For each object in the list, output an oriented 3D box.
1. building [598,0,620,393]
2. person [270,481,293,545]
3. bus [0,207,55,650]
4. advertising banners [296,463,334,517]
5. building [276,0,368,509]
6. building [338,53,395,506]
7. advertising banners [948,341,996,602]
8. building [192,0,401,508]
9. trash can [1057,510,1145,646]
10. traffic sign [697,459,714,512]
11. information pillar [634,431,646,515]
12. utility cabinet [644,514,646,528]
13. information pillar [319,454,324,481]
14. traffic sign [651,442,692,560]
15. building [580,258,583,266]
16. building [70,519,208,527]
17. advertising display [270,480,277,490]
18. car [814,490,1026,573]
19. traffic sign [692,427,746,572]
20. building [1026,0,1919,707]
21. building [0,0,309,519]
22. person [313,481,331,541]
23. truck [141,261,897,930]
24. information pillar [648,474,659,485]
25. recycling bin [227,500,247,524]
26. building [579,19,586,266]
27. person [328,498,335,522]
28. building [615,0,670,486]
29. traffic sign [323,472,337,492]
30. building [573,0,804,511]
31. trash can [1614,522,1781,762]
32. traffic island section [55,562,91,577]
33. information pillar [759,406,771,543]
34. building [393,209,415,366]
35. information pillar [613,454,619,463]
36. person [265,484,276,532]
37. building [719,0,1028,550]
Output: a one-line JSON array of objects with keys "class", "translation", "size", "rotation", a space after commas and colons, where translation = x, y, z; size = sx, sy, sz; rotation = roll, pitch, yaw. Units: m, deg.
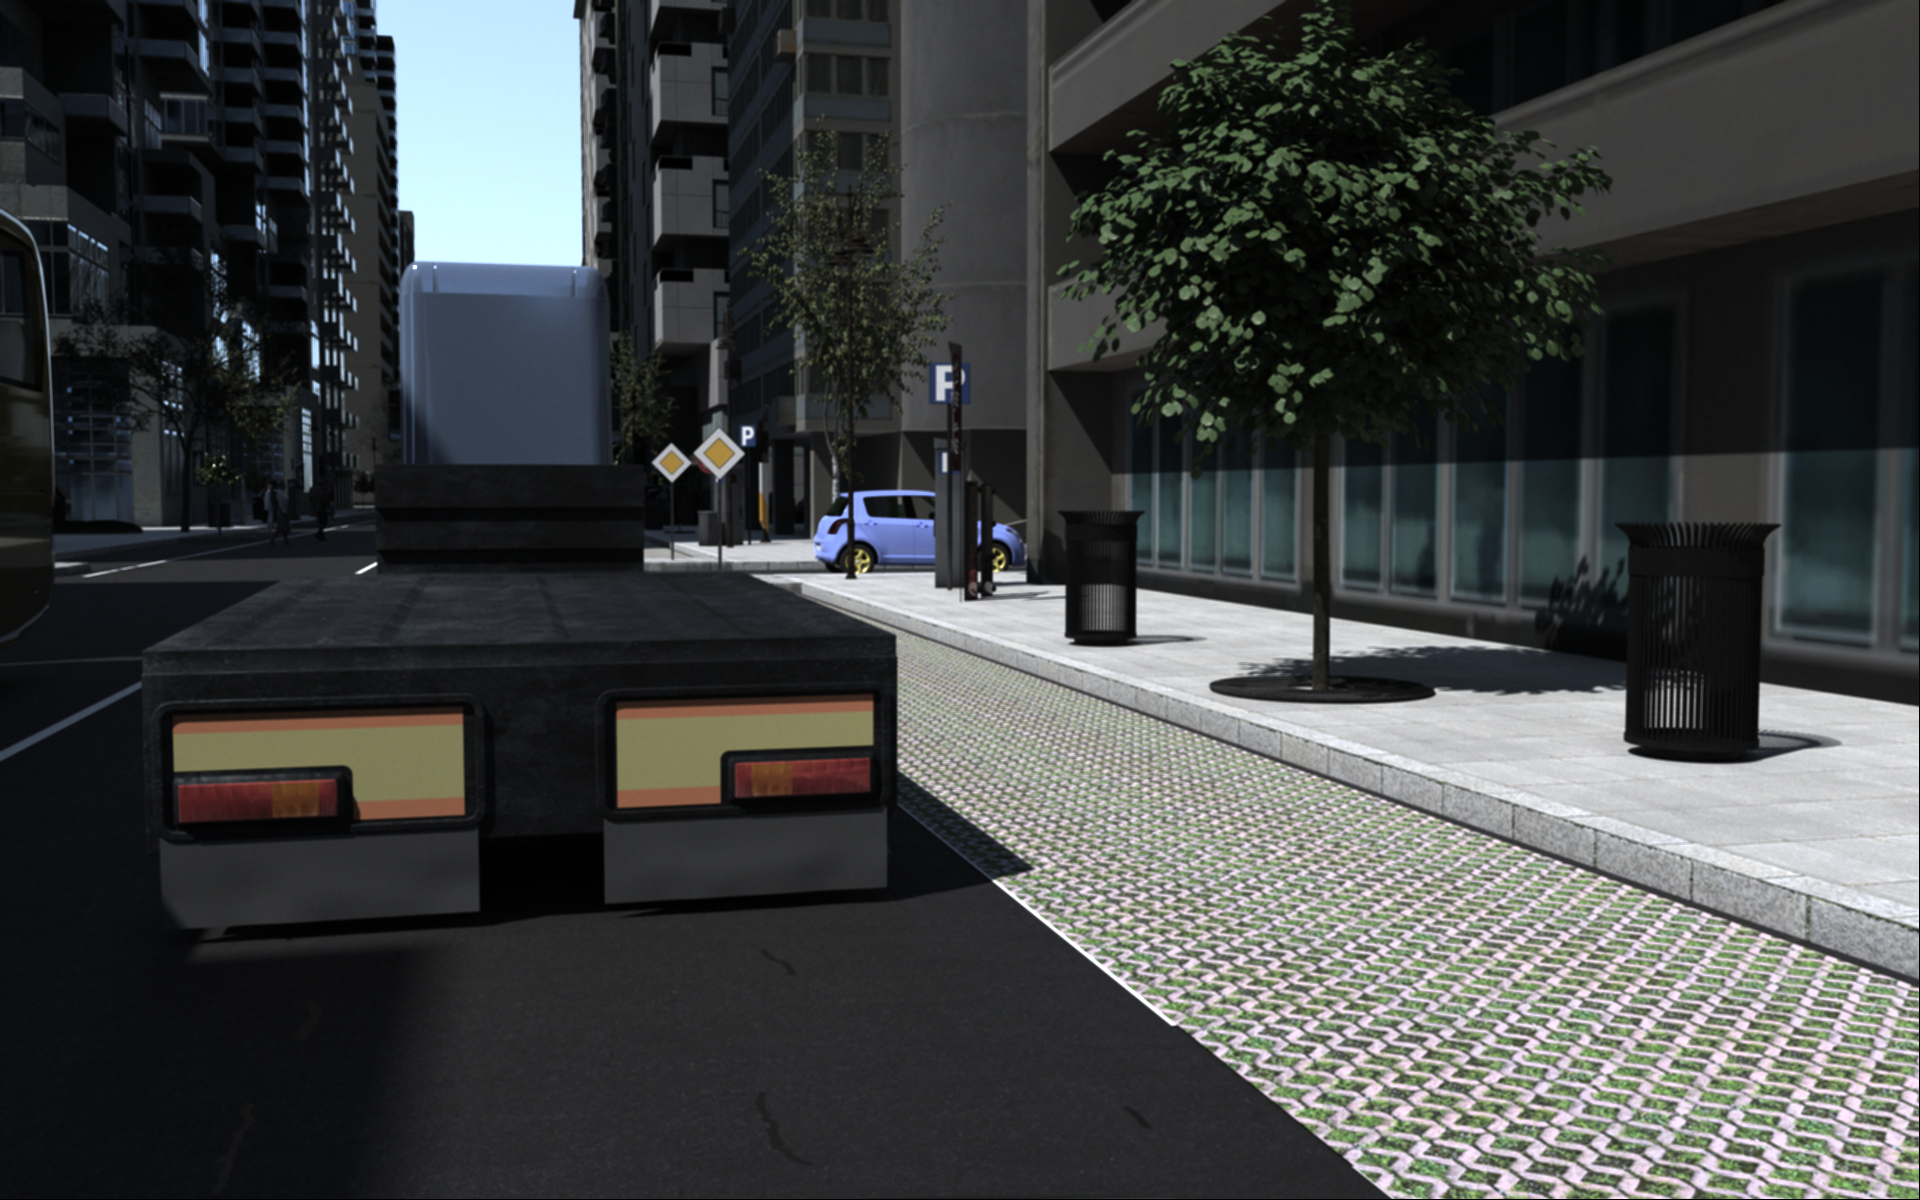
[{"class": "building", "translation": [-17.550, -29.717, 140.502], "size": [22.147, 44.769, 28.867], "rotation": [-1, 4, -14]}, {"class": "person", "translation": [-18.979, -2.424, 48.360], "size": [0.641, 1.798, 0.478], "rotation": [0, 4, 8]}, {"class": "bus", "translation": [-6.648, -0.972, 7.447], "size": [2.896, 3.916, 12.252], "rotation": [-1, 4, -16]}, {"class": "advertising banners", "translation": [-36.852, -6.280, 98.857], "size": [2.074, 3.025, 0.090], "rotation": [-1, 4, -14]}, {"class": "building", "translation": [-62.792, -32.079, 144.101], "size": [23.786, 49.044, 30.456], "rotation": [-1, 4, -14]}, {"class": "building", "translation": [-75.164, -34.820, 193.015], "size": [21.300, 48.544, 21.600], "rotation": [-1, 4, -14]}, {"class": "advertising banners", "translation": [0.144, -1.513, 20.928], "size": [0.090, 3.025, 2.074], "rotation": [1, 4, 16]}, {"class": "building", "translation": [-80.903, -55.341, 217.488], "size": [22.319, 86.520, 31.000], "rotation": [-1, 4, -14]}, {"class": "trash can", "translation": [1.202, -0.191, 14.773], "size": [0.748, 1.137, 0.748], "rotation": [0, 3, 0]}, {"class": "traffic sign", "translation": [-6.302, -2.689, 44.075], "size": [0.768, 2.556, 0.104], "rotation": [0, 4, -5]}, {"class": "information pillar", "translation": [-11.868, -4.456, 64.207], "size": [0.183, 3.616, 0.504], "rotation": [3, 5, 44]}, {"class": "utility cabinet", "translation": [-11.728, -3.300, 65.115], "size": [1.020, 1.237, 0.306], "rotation": [-2, 4, -30]}, {"class": "information pillar", "translation": [-37.556, -6.761, 101.890], "size": [0.183, 3.616, 0.504], "rotation": [0, 4, 4]}, {"class": "traffic sign", "translation": [-5.600, -1.837, 33.674], "size": [0.795, 2.450, 0.064], "rotation": [-1, 4, -14]}, {"class": "building", "translation": [-42.278, -34.339, 253.321], "size": [32.217, 40.220, 23.993], "rotation": [-1, 4, -14]}, {"class": "building", "translation": [-45.446, -46.707, 76.334], "size": [22.319, 86.520, 31.000], "rotation": [-1, 4, -14]}, {"class": "advertising display", "translation": [-31.950, -4.617, 80.695], "size": [0.123, 1.923, 0.974], "rotation": [-2, 4, -32]}, {"class": "car", "translation": [-0.688, -1.266, 30.296], "size": [3.694, 1.707, 1.945], "rotation": [-1, 4, -15]}, {"class": "traffic sign", "translation": [-3.602, -1.364, 25.942], "size": [0.795, 2.450, 0.064], "rotation": [-1, 4, -14]}, {"class": "building", "translation": [13.898, -24.003, 16.155], "size": [21.300, 48.544, 21.600], "rotation": [-1, 4, -14]}, {"class": "building", "translation": [-53.914, -48.949, 112.993], "size": [22.319, 86.520, 31.000], "rotation": [-1, 4, -14]}, {"class": "person", "translation": [-19.602, -2.740, 53.217], "size": [0.656, 1.842, 0.836], "rotation": [0, 4, 5]}, {"class": "truck", "translation": [-3.797, -1.524, 14.670], "size": [2.967, 4.110, 18.799], "rotation": [-1, 4, -15]}, {"class": "information pillar", "translation": [-11.159, -3.582, 63.060], "size": [0.304, 2.012, 0.304], "rotation": [-3, 4, -36]}, {"class": "recycling bin", "translation": [-30.839, -3.751, 73.888], "size": [0.722, 1.027, 0.722], "rotation": [-1, 4, -18]}, {"class": "building", "translation": [-41.254, -48.333, 228.500], "size": [20.563, 71.187, 20.611], "rotation": [-1, 4, -14]}, {"class": "person", "translation": [-32.074, -4.599, 88.370], "size": [0.352, 1.250, 0.332], "rotation": [0, 4, 3]}, {"class": "building", "translation": [-16.432, -26.616, 118.761], "size": [14.154, 41.232, 14.086], "rotation": [-1, 4, -14]}, {"class": "traffic sign", "translation": [-36.919, -6.202, 101.500], "size": [0.768, 2.556, 0.104], "rotation": [-1, 4, -13]}, {"class": "building", "translation": [-22.100, -35.410, 168.195], "size": [28.713, 52.752, 27.495], "rotation": [-1, 4, -14]}, {"class": "trash can", "translation": [3.587, 0.194, 8.474], "size": [0.748, 1.137, 0.748], "rotation": [0, 3, 0]}, {"class": "traffic island section", "translation": [-16.804, -0.526, 30.874], "size": [2.009, 0.180, 2.903], "rotation": [-1, 4, -14]}, {"class": "information pillar", "translation": [-5.182, -3.330, 45.808], "size": [0.183, 3.616, 0.504], "rotation": [1, 4, 15]}, {"class": "building", "translation": [-83.424, -34.122, 241.485], "size": [14.154, 41.232, 14.086], "rotation": [-1, 4, -14]}, {"class": "information pillar", "translation": [-20.183, -6.732, 101.422], "size": [0.504, 3.616, 0.183], "rotation": [-3, 5, -40]}, {"class": "person", "translation": [-26.276, -3.506, 66.005], "size": [0.419, 1.800, 0.721], "rotation": [-2, 4, -31]}, {"class": "building", "translation": [5.402, -22.190, 54.686], "size": [23.993, 40.220, 32.217], "rotation": [-1, 4, -14]}]
